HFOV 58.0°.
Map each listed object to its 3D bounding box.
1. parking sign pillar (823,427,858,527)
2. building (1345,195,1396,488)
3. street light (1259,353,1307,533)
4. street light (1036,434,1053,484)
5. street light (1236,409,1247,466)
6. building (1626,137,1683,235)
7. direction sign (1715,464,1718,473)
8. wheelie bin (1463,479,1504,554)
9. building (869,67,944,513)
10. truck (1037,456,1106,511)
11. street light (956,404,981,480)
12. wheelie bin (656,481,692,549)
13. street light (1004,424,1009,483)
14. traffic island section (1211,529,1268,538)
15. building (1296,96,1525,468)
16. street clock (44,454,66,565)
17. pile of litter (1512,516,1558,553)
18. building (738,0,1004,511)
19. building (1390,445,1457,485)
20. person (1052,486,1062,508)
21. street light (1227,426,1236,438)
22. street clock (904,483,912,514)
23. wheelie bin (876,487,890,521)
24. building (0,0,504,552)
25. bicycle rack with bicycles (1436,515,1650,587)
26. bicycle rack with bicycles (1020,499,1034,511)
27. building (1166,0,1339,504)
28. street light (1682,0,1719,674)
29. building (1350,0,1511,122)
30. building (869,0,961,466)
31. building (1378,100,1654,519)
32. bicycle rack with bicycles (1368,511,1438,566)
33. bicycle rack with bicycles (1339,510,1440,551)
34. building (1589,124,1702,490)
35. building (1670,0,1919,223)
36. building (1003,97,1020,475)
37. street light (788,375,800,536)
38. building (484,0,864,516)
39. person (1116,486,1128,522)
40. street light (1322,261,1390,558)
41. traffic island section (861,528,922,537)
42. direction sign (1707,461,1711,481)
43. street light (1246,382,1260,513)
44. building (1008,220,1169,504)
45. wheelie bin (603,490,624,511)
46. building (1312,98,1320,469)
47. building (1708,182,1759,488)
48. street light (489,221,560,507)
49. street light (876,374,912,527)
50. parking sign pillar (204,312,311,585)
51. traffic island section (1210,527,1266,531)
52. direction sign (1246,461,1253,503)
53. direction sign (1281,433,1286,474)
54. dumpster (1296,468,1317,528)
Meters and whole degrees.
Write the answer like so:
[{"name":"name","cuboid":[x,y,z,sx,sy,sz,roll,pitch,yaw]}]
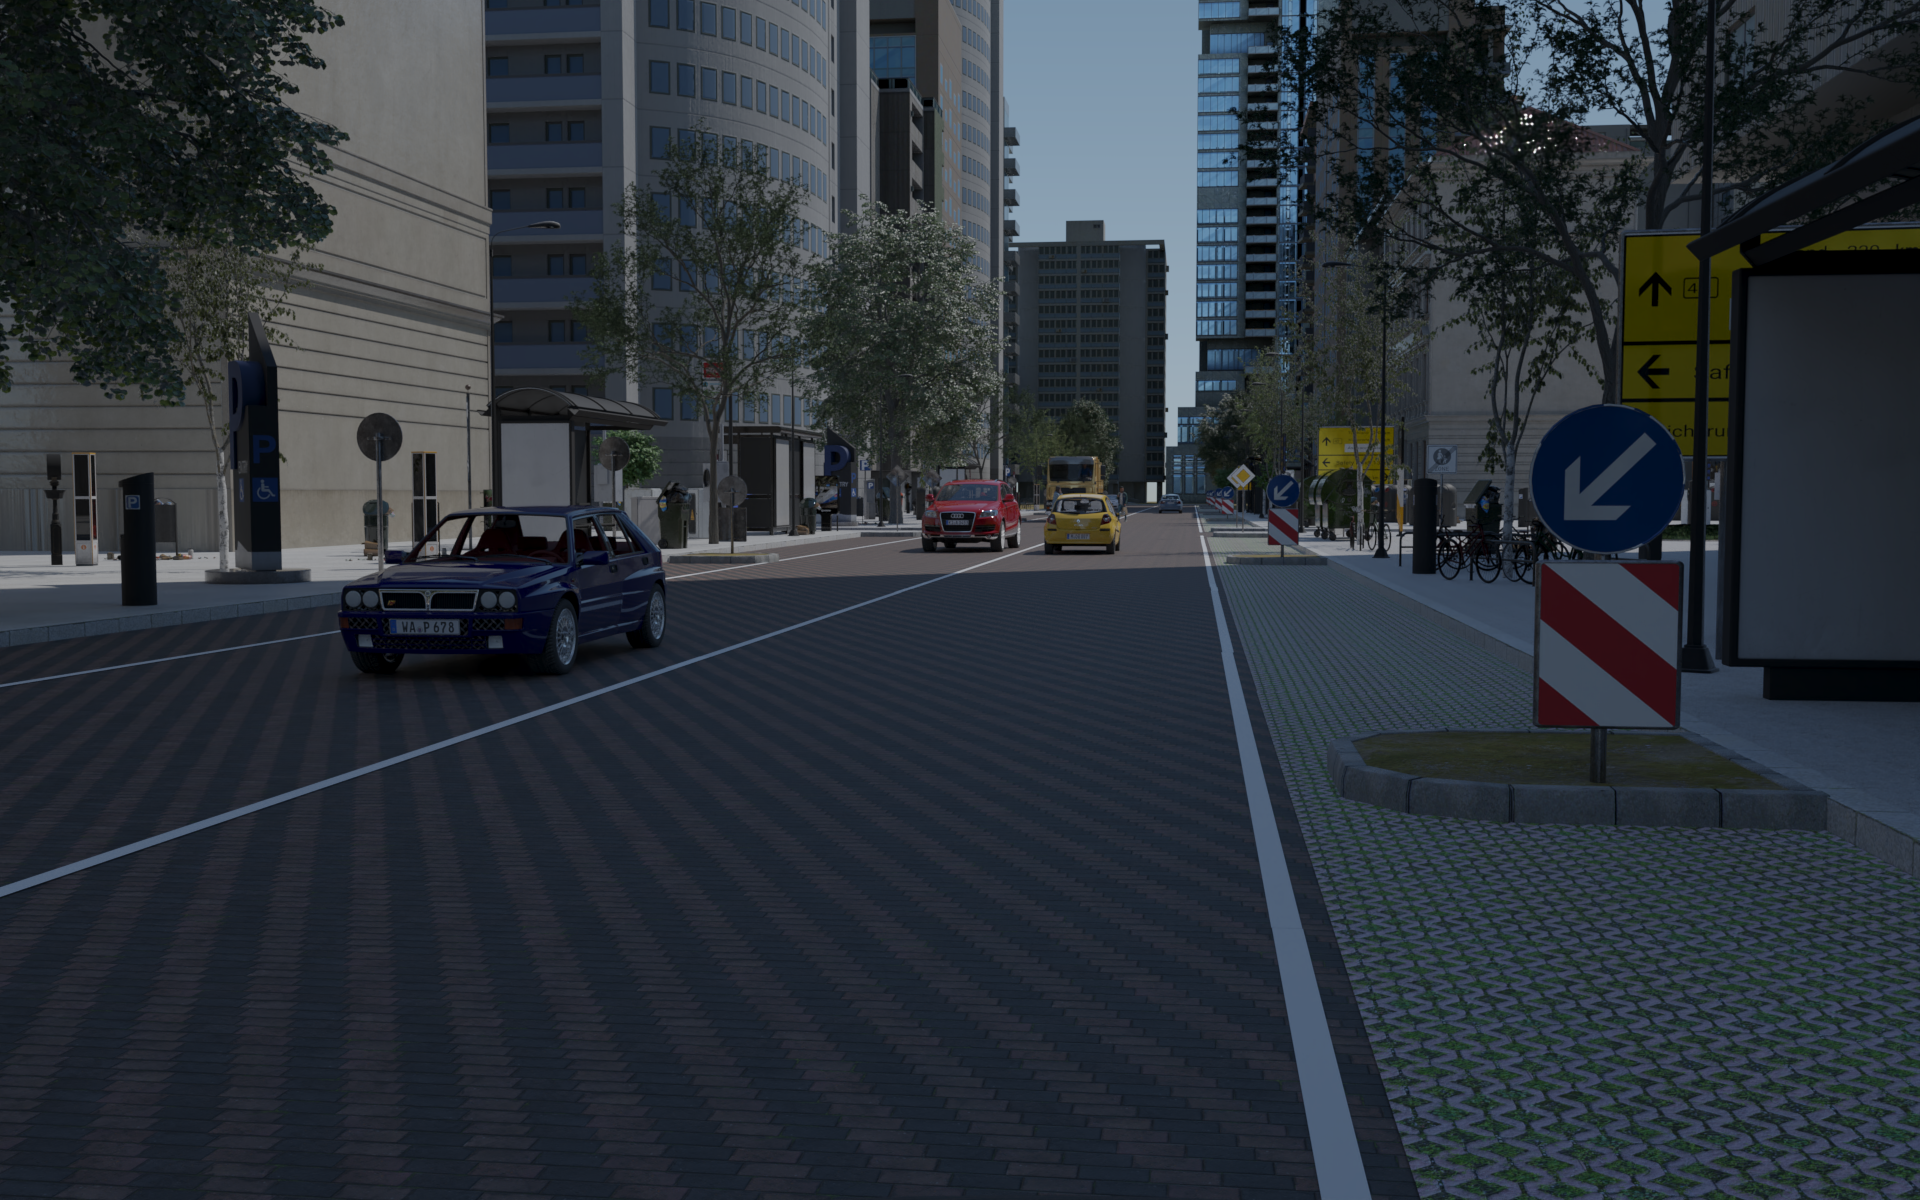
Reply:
[{"name":"parking sign pillar","cuboid":[-4.772,-4.915,68.831,1.447,3.967,1.447,2,4,29]},{"name":"building","cuboid":[35.728,-18.586,122.942,14.314,24.678,30.058,0,4,8]},{"name":"street light","cuboid":[10.707,-5.161,56.923,1.470,5.913,1.316,0,4,8]},{"name":"street light","cuboid":[6.515,-9.930,134.894,1.470,5.913,1.316,0,4,8]},{"name":"street light","cuboid":[16.021,-7.488,94.969,1.470,5.913,1.316,0,4,8]},{"name":"building","cuboid":[89.098,-37.645,235.098,30.456,49.044,23.786,0,4,8]},{"name":"direction sign","cuboid":[57.639,-8.548,131.762,0.379,3.537,0.876,0,4,-4]},{"name":"wheelie bin","cuboid":[11.251,-1.793,37.221,0.693,1.594,0.980,0,4,-8]},{"name":"building","cuboid":[-9.019,-21.394,121.494,14.160,30.474,14.107,0,4,8]},{"name":"truck","cuboid":[6.085,-5.839,91.393,3.469,3.379,9.791,0,4,7]},{"name":"street light","cuboid":[0.386,-7.154,89.510,1.470,5.913,1.316,0,4,8]},{"name":"wheelie bin","cuboid":[-6.706,-2.005,40.696,0.693,1.594,0.980,1,4,11]},{"name":"street light","cuboid":[3.438,-8.513,111.735,1.470,5.913,1.316,0,4,8]},{"name":"traffic island section","cuboid":[9.467,-2.175,57.845,2.009,0.180,2.903,0,4,8]},{"name":"building","cuboid":[48.610,-32.750,190.079,22.147,44.769,28.867,0,4,8]},{"name":"street clock","cuboid":[-16.313,-1.630,31.227,0.358,2.002,0.471,-2,4,-28]},{"name":"pile of litter","cuboid":[12.724,-1.517,38.773,1.719,0.858,1.176,-2,4,-35]},{"name":"building","cuboid":[-7.657,-38.538,172.090,21.231,58.520,28.212,0,4,8]},{"name":"building","cuboid":[66.223,-28.241,233.444,14.107,30.474,14.160,0,4,8]},{"name":"person","cuboid":[4.194,-4.077,75.422,0.793,1.790,0.793,3,5,41]},{"name":"street light","cuboid":[19.063,-8.878,117.689,1.470,5.913,1.316,0,4,8]},{"name":"street clock","cuboid":[-3.414,-6.688,113.917,0.471,2.002,0.358,-1,4,-19]},{"name":"wheelie bin","cuboid":[-3.578,-4.559,82.454,0.693,1.594,0.980,2,4,31]},{"name":"building","cuboid":[-29.222,-13.050,46.659,30.059,22.955,16.112,0,4,8]},{"name":"bicycle rack with bicycles","cuboid":[8.541,-0.701,24.839,2.852,0.926,2.925,-1,4,-11]},{"name":"bicycle rack with bicycles","cuboid":[4.235,-7.100,129.472,2.852,0.926,2.925,1,4,23]},{"name":"building","cuboid":[44.494,-56.679,239.378,31.000,86.520,22.319,0,4,8]},{"name":"street light","cuboid":[4.783,-2.440,12.439,1.470,5.913,1.316,0,4,8]},{"name":"building","cuboid":[40.081,-30.817,153.973,14.600,45.320,14.200,0,4,8]},{"name":"building","cuboid":[-7.655,-30.605,150.495,14.600,45.320,14.200,0,4,8]},{"name":"building","cuboid":[30.456,-16.010,97.925,11.583,22.565,21.152,0,4,8]},{"name":"bicycle rack with bicycles","cuboid":[8.905,-1.000,29.736,2.925,0.926,2.852,0,4,-2]},{"name":"bicycle rack with bicycles","cuboid":[9.938,-1.599,39.520,2.852,0.926,2.925,1,4,16]},{"name":"building","cuboid":[74.739,-31.234,194.265,14.086,41.232,14.154,0,4,8]},{"name":"building","cuboid":[28.444,-26.684,25.530,28.713,52.752,27.495,0,4,8]},{"name":"building","cuboid":[-8.727,-35.519,200.347,30.456,49.044,23.786,0,4,8]},{"name":"street light","cuboid":[-4.533,-4.889,52.475,1.470,5.913,1.316,0,4,8]},{"name":"building","cuboid":[-17.701,-33.607,91.478,21.231,58.520,28.212,0,4,8]},{"name":"person","cuboid":[8.377,-4.937,89.199,0.794,1.824,0.713,3,5,45]},{"name":"street light","cuboid":[7.914,-3.799,34.653,1.470,5.913,1.316,0,4,8]},{"name":"traffic island section","cuboid":[-2.170,-2.271,59.407,2.009,0.180,2.903,0,4,8]},{"name":"direction sign","cuboid":[43.983,-6.757,102.477,0.379,3.537,0.876,-3,4,-36]},{"name":"street light","cuboid":[12.826,-6.089,72.097,1.470,5.913,1.316,0,4,8]},{"name":"building","cuboid":[17.808,-34.054,248.655,23.993,40.220,32.217,0,4,8]},{"name":"wheelie bin","cuboid":[-12.092,-3.185,59.986,0.980,1.594,0.693,1,4,18]},{"name":"building","cuboid":[42.015,-31.707,168.520,14.600,45.320,14.200,0,4,8]},{"name":"building","cuboid":[91.615,-45.846,187.837,20.611,71.187,20.563,0,4,8]},{"name":"street light","cuboid":[-7.492,-3.497,29.711,1.470,5.913,1.316,0,4,8]},{"name":"street light","cuboid":[-2.534,-5.794,67.268,1.470,5.913,1.316,0,4,8]},{"name":"parking sign pillar","cuboid":[-10.237,-2.244,25.154,1.447,3.967,1.447,-2,4,-32]},{"name":"traffic island section","cuboid":[10.530,-2.659,65.759,2.009,0.180,2.903,0,4,8]},{"name":"direction sign","cuboid":[19.999,-7.815,119.774,0.379,3.537,0.876,3,5,40]},{"name":"direction sign","cuboid":[12.153,-4.473,65.127,0.379,3.537,0.876,0,4,1]},{"name":"dumpster","cuboid":[13.715,-3.921,66.609,1.502,2.255,1.985,0,4,8]}]
